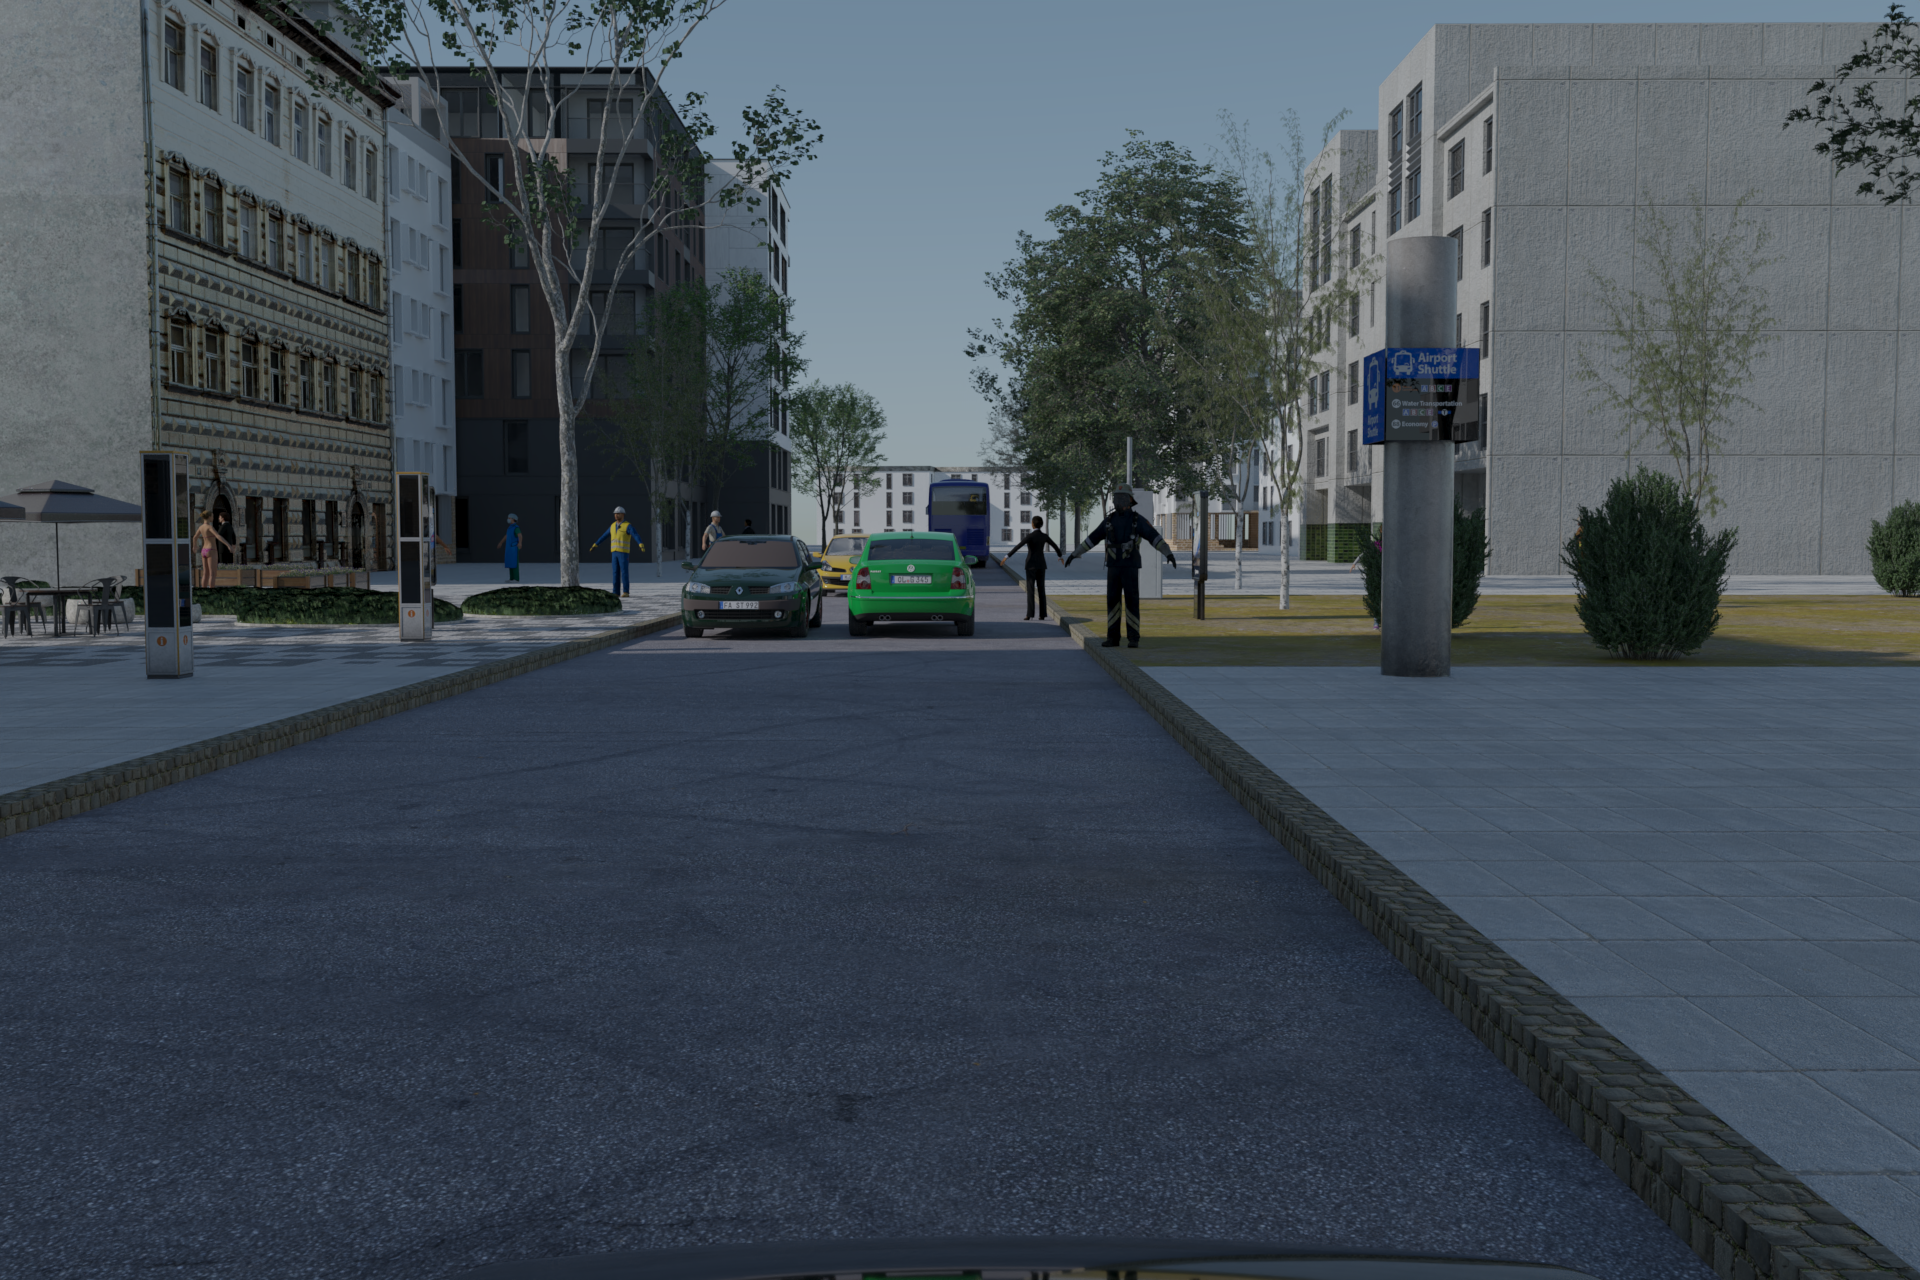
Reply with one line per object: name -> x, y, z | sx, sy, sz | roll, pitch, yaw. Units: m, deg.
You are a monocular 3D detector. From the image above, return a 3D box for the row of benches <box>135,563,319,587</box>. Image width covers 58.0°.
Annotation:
row of benches -> -15.426, -1.295, 36.633 | 4.104, 0.672, 1.422 | 1, 4, 12

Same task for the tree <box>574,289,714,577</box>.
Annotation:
tree -> -8.748, -6.180, 51.405 | 4.360, 8.622, 3.978 | 0, 3, 0

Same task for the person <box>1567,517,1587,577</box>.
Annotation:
person -> 18.634, -2.822, 51.916 | 1.354, 1.858, 0.705 | -3, 5, -42

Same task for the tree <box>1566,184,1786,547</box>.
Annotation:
tree -> 15.437, -5.227, 35.824 | 4.360, 8.622, 3.978 | 0, 3, 0

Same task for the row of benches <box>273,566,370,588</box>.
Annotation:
row of benches -> -11.752, -1.009, 31.960 | 1.422, 0.672, 4.104 | 0, 4, -4

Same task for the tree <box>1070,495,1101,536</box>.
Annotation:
tree -> 15.549, -16.148, 214.375 | 4.737, 8.622, 4.395 | 0, 3, 0

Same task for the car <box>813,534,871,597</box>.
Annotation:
car -> -2.417, -1.875, 40.885 | 2.015, 1.641, 3.980 | 0, 3, 0

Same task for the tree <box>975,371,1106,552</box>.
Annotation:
tree -> 6.201, -13.026, 123.348 | 12.009, 13.543, 11.850 | 0, 3, 0

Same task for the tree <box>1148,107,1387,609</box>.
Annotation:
tree -> 5.773, -4.830, 29.331 | 4.360, 8.622, 3.978 | 0, 3, 0

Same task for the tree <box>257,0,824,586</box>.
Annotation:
tree -> -8.593, -11.124, 37.772 | 12.611, 20.169, 13.585 | 0, 3, 0

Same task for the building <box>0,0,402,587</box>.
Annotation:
building -> -28.799, -13.431, 50.523 | 19.493, 23.208, 18.063 | 0, 4, 0

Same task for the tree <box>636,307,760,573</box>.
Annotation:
tree -> -9.092, -6.503, 56.682 | 4.360, 8.622, 3.978 | 0, 3, 0

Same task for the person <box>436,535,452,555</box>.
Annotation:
person -> -9.492, -1.507, 30.788 | 0.704, 1.843, 1.345 | 1, 4, 15

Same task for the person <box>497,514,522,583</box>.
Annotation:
person -> -11.776, -2.408, 45.502 | 0.704, 1.817, 1.347 | -3, 4, -39

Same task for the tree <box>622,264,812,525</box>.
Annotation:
tree -> -9.267, -8.596, 66.296 | 9.928, 11.665, 9.643 | 0, 3, 0

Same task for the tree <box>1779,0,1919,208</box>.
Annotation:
tree -> 6.602, -4.477, 7.608 | 8.767, 10.594, 7.601 | 2, 4, 35

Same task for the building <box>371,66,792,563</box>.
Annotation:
building -> -24.352, -15.189, 92.308 | 27.936, 21.610, 32.646 | 0, 4, -1

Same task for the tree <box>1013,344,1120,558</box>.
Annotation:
tree -> 6.498, -10.582, 91.145 | 7.486, 12.596, 7.792 | 0, 3, 0

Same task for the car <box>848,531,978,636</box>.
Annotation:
car -> -0.700, -1.036, 25.732 | 1.959, 1.807, 4.718 | 0, 4, -1

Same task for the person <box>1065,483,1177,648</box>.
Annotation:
person -> 1.838, -0.846, 19.609 | 1.354, 1.856, 0.705 | 2, 4, 28

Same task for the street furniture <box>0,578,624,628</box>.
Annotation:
street furniture -> -10.529, -0.677, 26.694 | 10.072, 0.657, 5.734 | 0, 4, 3

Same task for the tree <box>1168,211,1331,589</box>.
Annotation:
tree -> 6.421, -5.482, 39.988 | 4.360, 8.622, 3.978 | 0, 3, 0

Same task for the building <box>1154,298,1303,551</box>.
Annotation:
building -> 21.659, -17.712, 146.015 | 16.016, 20.090, 11.380 | 0, 4, 1

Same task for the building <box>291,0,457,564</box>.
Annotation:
building -> -27.021, -12.600, 62.424 | 16.016, 20.090, 11.380 | 0, 4, 0

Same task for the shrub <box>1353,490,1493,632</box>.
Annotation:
shrub -> 5.756, -1.069, 21.517 | 1.661, 2.075, 1.752 | 0, 3, 0

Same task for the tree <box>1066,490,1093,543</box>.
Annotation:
tree -> 14.418, -15.777, 208.308 | 4.737, 8.622, 4.395 | 0, 3, 0

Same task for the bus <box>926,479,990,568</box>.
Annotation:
bus -> -0.110, -5.187, 76.357 | 2.896, 3.916, 12.251 | 0, 4, -1

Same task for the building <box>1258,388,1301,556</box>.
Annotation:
building -> 23.821, -9.599, 99.093 | 9.099, 9.664, 28.070 | 0, 4, 0

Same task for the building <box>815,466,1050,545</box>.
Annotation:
building -> -3.083, -16.431, 213.246 | 28.070, 9.664, 9.099 | 0, 4, 7

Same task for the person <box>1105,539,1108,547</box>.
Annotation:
person -> 4.755, -2.861, 52.970 | 0.705, 1.806, 1.347 | -2, 4, -27

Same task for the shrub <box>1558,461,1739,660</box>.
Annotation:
shrub -> 7.050, -0.816, 17.764 | 1.690, 2.028, 1.600 | 0, 3, 0

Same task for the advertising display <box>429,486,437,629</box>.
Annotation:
advertising display -> -7.143, -1.083, 22.923 | 0.123, 1.923, 0.974 | 0, 4, 1

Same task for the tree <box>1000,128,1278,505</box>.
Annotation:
tree -> 5.962, -9.155, 56.346 | 9.857, 13.997, 8.962 | 0, 3, 0

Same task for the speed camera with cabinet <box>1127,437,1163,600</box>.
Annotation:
speed camera with cabinet -> 3.659, -2.469, 34.709 | 0.660, 3.252, 2.038 | 0, 4, -1

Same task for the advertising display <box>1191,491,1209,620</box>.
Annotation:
advertising display -> 3.615, -1.279, 26.120 | 0.123, 1.923, 0.974 | 0, 4, 1

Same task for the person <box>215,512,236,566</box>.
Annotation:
person -> -17.798, -2.184, 41.896 | 0.705, 1.806, 1.347 | 0, 4, 3

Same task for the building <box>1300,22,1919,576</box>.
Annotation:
building -> 24.888, -12.372, 68.735 | 16.747, 18.905, 31.486 | 0, 4, 1

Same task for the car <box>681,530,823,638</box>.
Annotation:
car -> -2.969, -0.944, 25.215 | 2.009, 1.686, 4.222 | 0, 4, 0

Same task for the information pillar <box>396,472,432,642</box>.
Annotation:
information pillar -> -6.512, -0.990, 20.671 | 0.304, 2.012, 0.304 | 0, 4, 1

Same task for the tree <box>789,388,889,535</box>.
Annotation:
tree -> -8.830, -12.079, 123.249 | 9.928, 11.665, 9.643 | 0, 3, 0

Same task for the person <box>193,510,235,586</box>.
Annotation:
person -> -14.358, -1.620, 33.283 | 1.217, 1.733, 0.721 | 2, 4, 32

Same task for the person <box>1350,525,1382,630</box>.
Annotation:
person -> 5.717, -0.855, 23.239 | 0.991, 1.433, 0.599 | 0, 4, -1

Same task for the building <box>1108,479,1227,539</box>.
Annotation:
building -> 20.811, -14.377, 177.203 | 9.099, 9.664, 28.070 | 0, 3, 0

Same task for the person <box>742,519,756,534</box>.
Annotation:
person -> -6.566, -2.834, 53.050 | 0.721, 1.740, 1.216 | 2, 4, 29

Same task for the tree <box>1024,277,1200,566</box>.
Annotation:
tree -> 6.326, -8.820, 69.967 | 9.928, 11.665, 9.643 | 0, 3, 0

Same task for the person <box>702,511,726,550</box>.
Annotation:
person -> -5.945, -2.231, 42.339 | 0.705, 1.847, 1.347 | 2, 4, 26

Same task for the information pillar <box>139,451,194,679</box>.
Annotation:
information pillar -> -7.048, -0.667, 15.397 | 0.304, 2.012, 0.304 | 0, 4, 0

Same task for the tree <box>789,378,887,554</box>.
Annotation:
tree -> -8.845, -11.512, 113.979 | 9.928, 11.665, 9.643 | 0, 3, 0

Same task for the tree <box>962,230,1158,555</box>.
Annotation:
tree -> 6.037, -15.388, 107.483 | 12.611, 20.169, 13.585 | 0, 3, 0

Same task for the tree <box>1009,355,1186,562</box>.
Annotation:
tree -> 6.769, -8.925, 80.335 | 8.767, 10.594, 7.601 | -1, 4, -21

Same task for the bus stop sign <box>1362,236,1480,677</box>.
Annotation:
bus stop sign -> 4.155, -1.631, 15.684 | 0.837, 3.901, 0.837 | 0, 4, 0

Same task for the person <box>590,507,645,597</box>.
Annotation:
person -> -6.913, -1.786, 35.163 | 1.349, 1.833, 0.705 | 2, 4, 26

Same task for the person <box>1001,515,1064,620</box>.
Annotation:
person -> 1.226, -1.201, 28.809 | 1.216, 1.740, 0.721 | -2, 4, -29

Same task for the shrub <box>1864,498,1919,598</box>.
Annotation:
shrub -> 19.242, -1.876, 35.084 | 1.690, 2.028, 1.600 | 0, 3, 0
